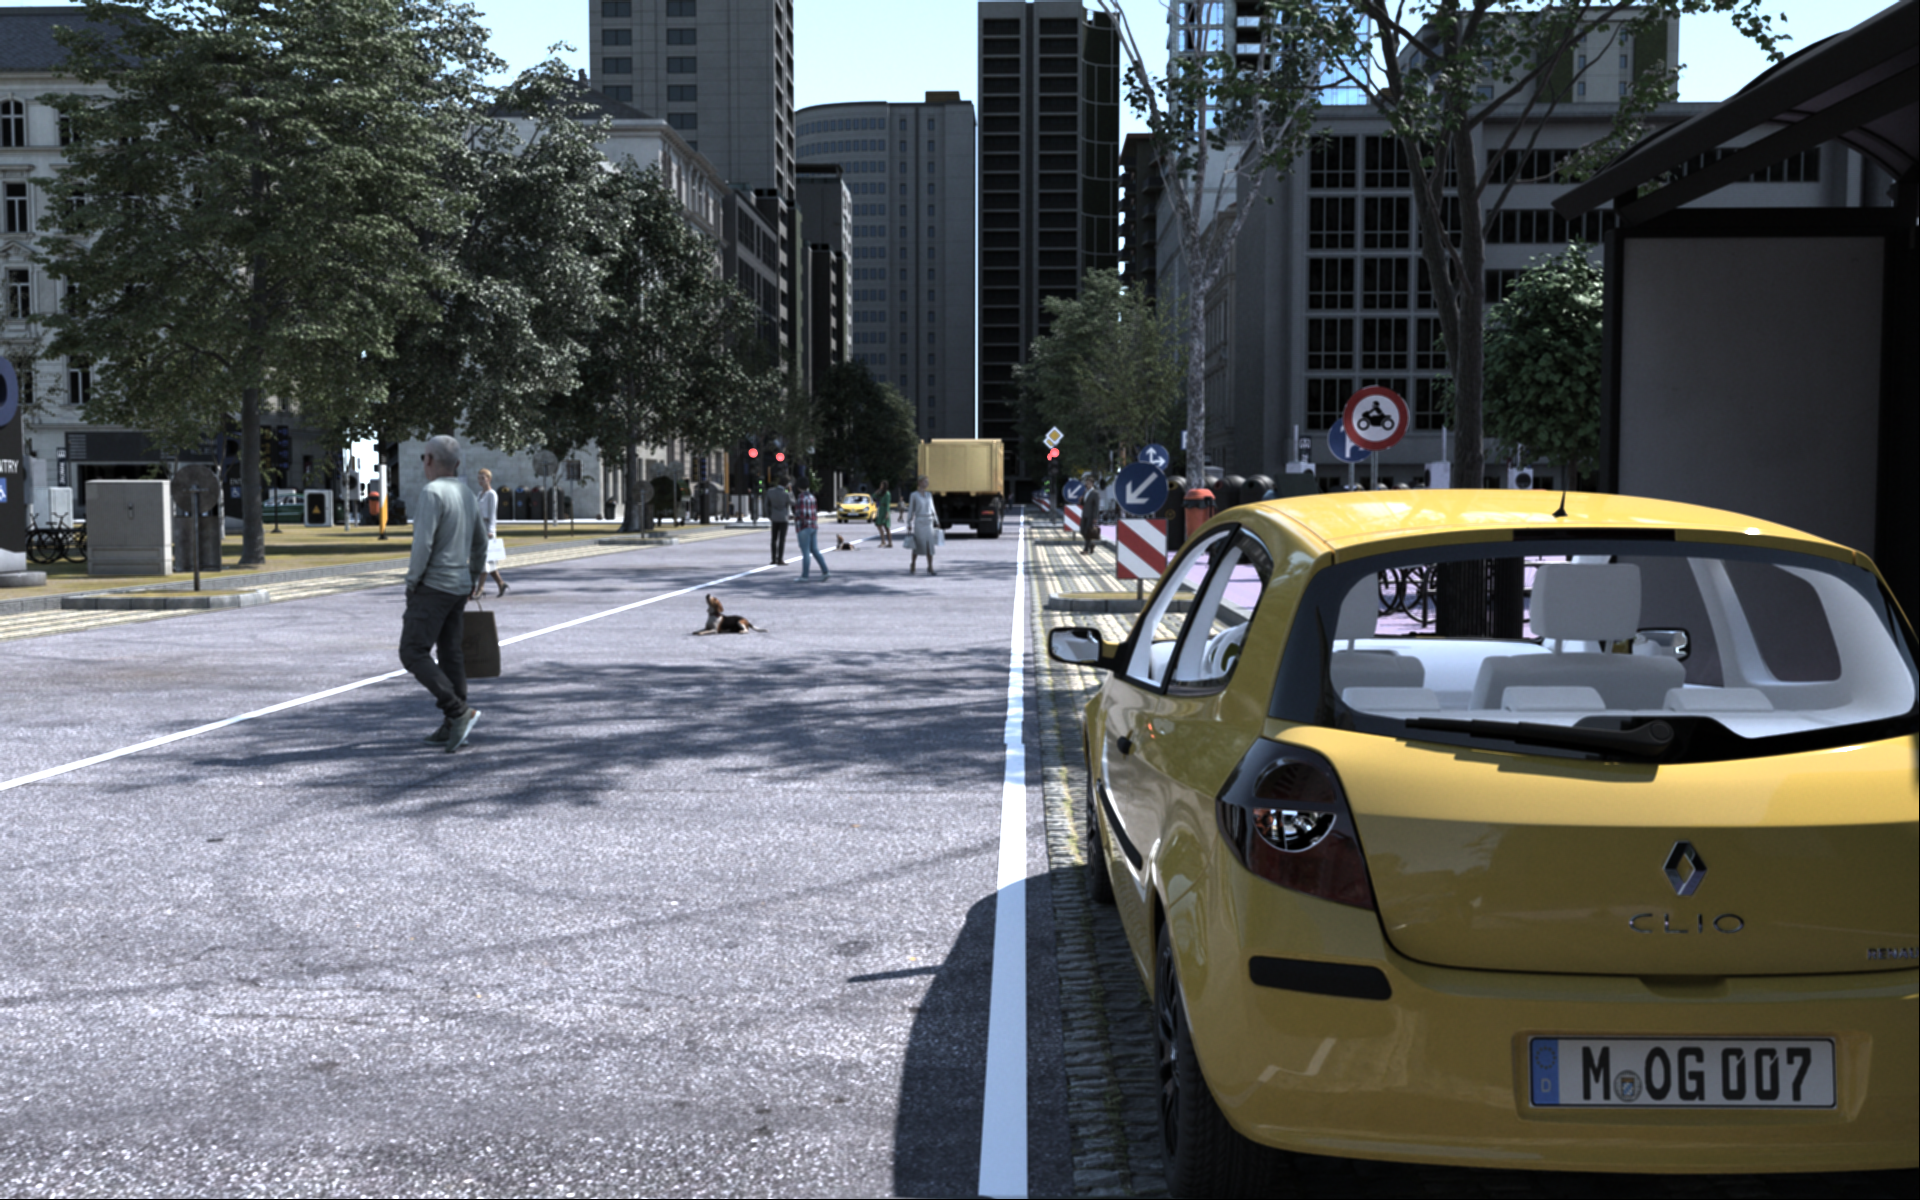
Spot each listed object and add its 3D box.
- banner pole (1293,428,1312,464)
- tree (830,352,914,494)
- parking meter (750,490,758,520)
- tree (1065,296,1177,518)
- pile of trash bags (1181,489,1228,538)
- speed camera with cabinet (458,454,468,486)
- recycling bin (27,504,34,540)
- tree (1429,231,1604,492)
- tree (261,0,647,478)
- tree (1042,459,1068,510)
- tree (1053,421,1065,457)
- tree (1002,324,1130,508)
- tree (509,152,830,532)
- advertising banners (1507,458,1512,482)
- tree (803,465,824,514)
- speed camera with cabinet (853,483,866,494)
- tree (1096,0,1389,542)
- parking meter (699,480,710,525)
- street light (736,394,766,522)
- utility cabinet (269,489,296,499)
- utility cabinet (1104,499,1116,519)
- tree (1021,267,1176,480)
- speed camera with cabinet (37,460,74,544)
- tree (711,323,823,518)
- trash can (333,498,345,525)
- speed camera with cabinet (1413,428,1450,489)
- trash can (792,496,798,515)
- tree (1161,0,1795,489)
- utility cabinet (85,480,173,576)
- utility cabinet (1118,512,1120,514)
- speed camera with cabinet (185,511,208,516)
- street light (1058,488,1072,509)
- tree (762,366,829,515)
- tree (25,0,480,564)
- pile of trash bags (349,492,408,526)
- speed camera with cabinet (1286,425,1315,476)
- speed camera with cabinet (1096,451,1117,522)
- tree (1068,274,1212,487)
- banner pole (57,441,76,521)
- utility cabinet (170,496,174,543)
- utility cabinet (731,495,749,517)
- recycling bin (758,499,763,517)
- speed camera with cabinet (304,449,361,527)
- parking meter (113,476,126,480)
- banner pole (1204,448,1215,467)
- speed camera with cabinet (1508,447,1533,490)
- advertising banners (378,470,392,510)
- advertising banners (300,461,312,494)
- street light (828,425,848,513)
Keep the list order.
[{"bbox_3d":[12.743,-4.577,64.844,0.863,3.779,0.401,1,4,10],"label":"banner pole"},{"bbox_3d":[-8.915,-13.664,140.417,9.611,12.733,9.660,0,3,0],"label":"tree"},{"bbox_3d":[-10.027,-4.650,84.432,0.372,1.533,0.369,0,3,0],"label":"parking meter"},{"bbox_3d":[6.170,-7.030,65.301,4.360,8.622,3.978,0,3,0],"label":"tree"},{"bbox_3d":[5.281,-1.322,31.360,3.447,1.369,1.912,-3,5,-41],"label":"pile of trash bags"},{"bbox_3d":[-24.989,-5.637,86.507,0.660,3.252,2.038,-1,4,-21],"label":"speed camera with cabinet"},{"bbox_3d":[-26.348,-2.235,49.097,0.722,1.027,0.722,1,4,19],"label":"recycling bin"},{"bbox_3d":[7.747,-2.321,21.661,4.285,4.588,4.351,0,3,0],"label":"tree"},{"bbox_3d":[-12.507,-8.274,41.941,9.857,13.997,8.962,0,3,0],"label":"tree"},{"bbox_3d":[9.047,-9.814,144.166,4.285,4.588,4.351,0,3,0],"label":"tree"},{"bbox_3d":[8.111,-9.728,109.420,4.360,8.622,3.978,0,3,0],"label":"tree"},{"bbox_3d":[8.144,-13.244,123.189,9.857,13.997,8.962,0,3,0],"label":"tree"},{"bbox_3d":[-11.114,-8.664,58.668,9.611,12.733,9.660,0,3,0],"label":"tree"},{"bbox_3d":[26.006,-5.179,80.859,0.090,3.025,2.074,-1,4,-10],"label":"advertising banners"},{"bbox_3d":[-9.820,-7.319,114.271,1.663,3.219,1.824,0,3,0],"label":"tree"},{"bbox_3d":[-9.356,-9.823,154.946,2.038,3.252,0.660,-3,4,-38],"label":"speed camera with cabinet"},{"bbox_3d":[6.227,-10.950,34.929,12.611,20.169,13.585,0,3,0],"label":"tree"},{"bbox_3d":[-10.767,-4.115,72.985,0.255,1.863,0.399,2,4,33],"label":"parking meter"},{"bbox_3d":[-9.632,-6.564,79.864,1.470,5.913,1.316,0,4,2],"label":"street light"},{"bbox_3d":[-31.605,-4.414,80.846,1.173,1.500,0.318,0,4,7],"label":"utility cabinet"},{"bbox_3d":[7.242,-4.761,86.520,1.173,1.500,0.318,-3,5,-40],"label":"utility cabinet"},{"bbox_3d":[6.901,-10.301,86.547,7.486,12.596,7.792,0,3,0],"label":"tree"},{"bbox_3d":[-22.984,-3.000,43.380,2.038,3.252,0.660,3,4,38],"label":"speed camera with cabinet"},{"bbox_3d":[-10.790,-9.671,92.534,7.601,10.594,8.767,0,4,-1],"label":"tree"},{"bbox_3d":[-25.467,-3.644,71.230,0.748,1.137,0.748,0,3,0],"label":"trash can"},{"bbox_3d":[13.540,-3.396,49.868,0.660,3.252,2.038,0,4,0],"label":"speed camera with cabinet"},{"bbox_3d":[-9.936,-5.746,105.597,0.748,1.137,0.748,0,3,0],"label":"trash can"},{"bbox_3d":[4.260,-5.448,14.828,9.928,11.665,9.643,0,3,0],"label":"tree"},{"bbox_3d":[-12.934,-1.117,26.948,1.173,1.500,0.318,0,4,-3],"label":"utility cabinet"},{"bbox_3d":[11.363,-6.705,120.786,1.020,1.237,0.306,0,4,1],"label":"utility cabinet"},{"bbox_3d":[-36.970,-5.552,85.118,2.038,3.252,0.660,-1,4,-15],"label":"speed camera with cabinet"},{"bbox_3d":[6.954,-8.791,116.276,1.470,5.913,1.316,0,4,2],"label":"street light"},{"bbox_3d":[-9.813,-9.188,100.585,4.360,8.622,3.978,0,3,0],"label":"tree"},{"bbox_3d":[-12.598,-6.941,31.610,7.486,12.596,7.792,0,3,0],"label":"tree"},{"bbox_3d":[-23.503,-3.702,70.286,1.912,1.369,3.447,-1,4,-9],"label":"pile of trash bags"},{"bbox_3d":[9.205,-3.340,48.943,2.038,3.252,0.660,-3,5,-42],"label":"speed camera with cabinet"},{"bbox_3d":[6.402,-5.201,79.376,0.660,3.252,2.038,-2,4,-27],"label":"speed camera with cabinet"},{"bbox_3d":[6.027,-6.562,57.653,4.737,8.622,4.395,0,3,0],"label":"tree"},{"bbox_3d":[-42.413,-5.634,82.138,0.401,3.779,0.863,2,4,31],"label":"banner pole"},{"bbox_3d":[-20.823,-2.092,45.364,0.306,1.237,1.020,-2,4,-33],"label":"utility cabinet"},{"bbox_3d":[-12.166,-5.171,95.714,1.020,1.237,0.306,2,4,30],"label":"utility cabinet"},{"bbox_3d":[-10.678,-5.075,95.531,0.722,1.027,0.722,-3,5,-39],"label":"recycling bin"},{"bbox_3d":[-24.435,-4.469,67.409,2.038,3.252,0.660,-1,4,-11],"label":"speed camera with cabinet"},{"bbox_3d":[-27.886,-3.167,57.499,0.399,1.863,0.255,1,4,18],"label":"parking meter"},{"bbox_3d":[13.477,-6.327,93.469,0.863,3.779,0.401,1,4,20],"label":"banner pole"},{"bbox_3d":[18.615,-3.992,59.612,2.038,3.252,0.660,0,4,-4],"label":"speed camera with cabinet"},{"bbox_3d":[-42.643,-8.115,128.867,0.090,3.025,2.074,1,4,16],"label":"advertising banners"},{"bbox_3d":[-35.369,-5.891,92.504,0.090,3.025,2.074,2,4,26],"label":"advertising banners"},{"bbox_3d":[-8.278,-8.850,117.233,1.470,5.913,1.316,0,4,2],"label":"street light"}]
